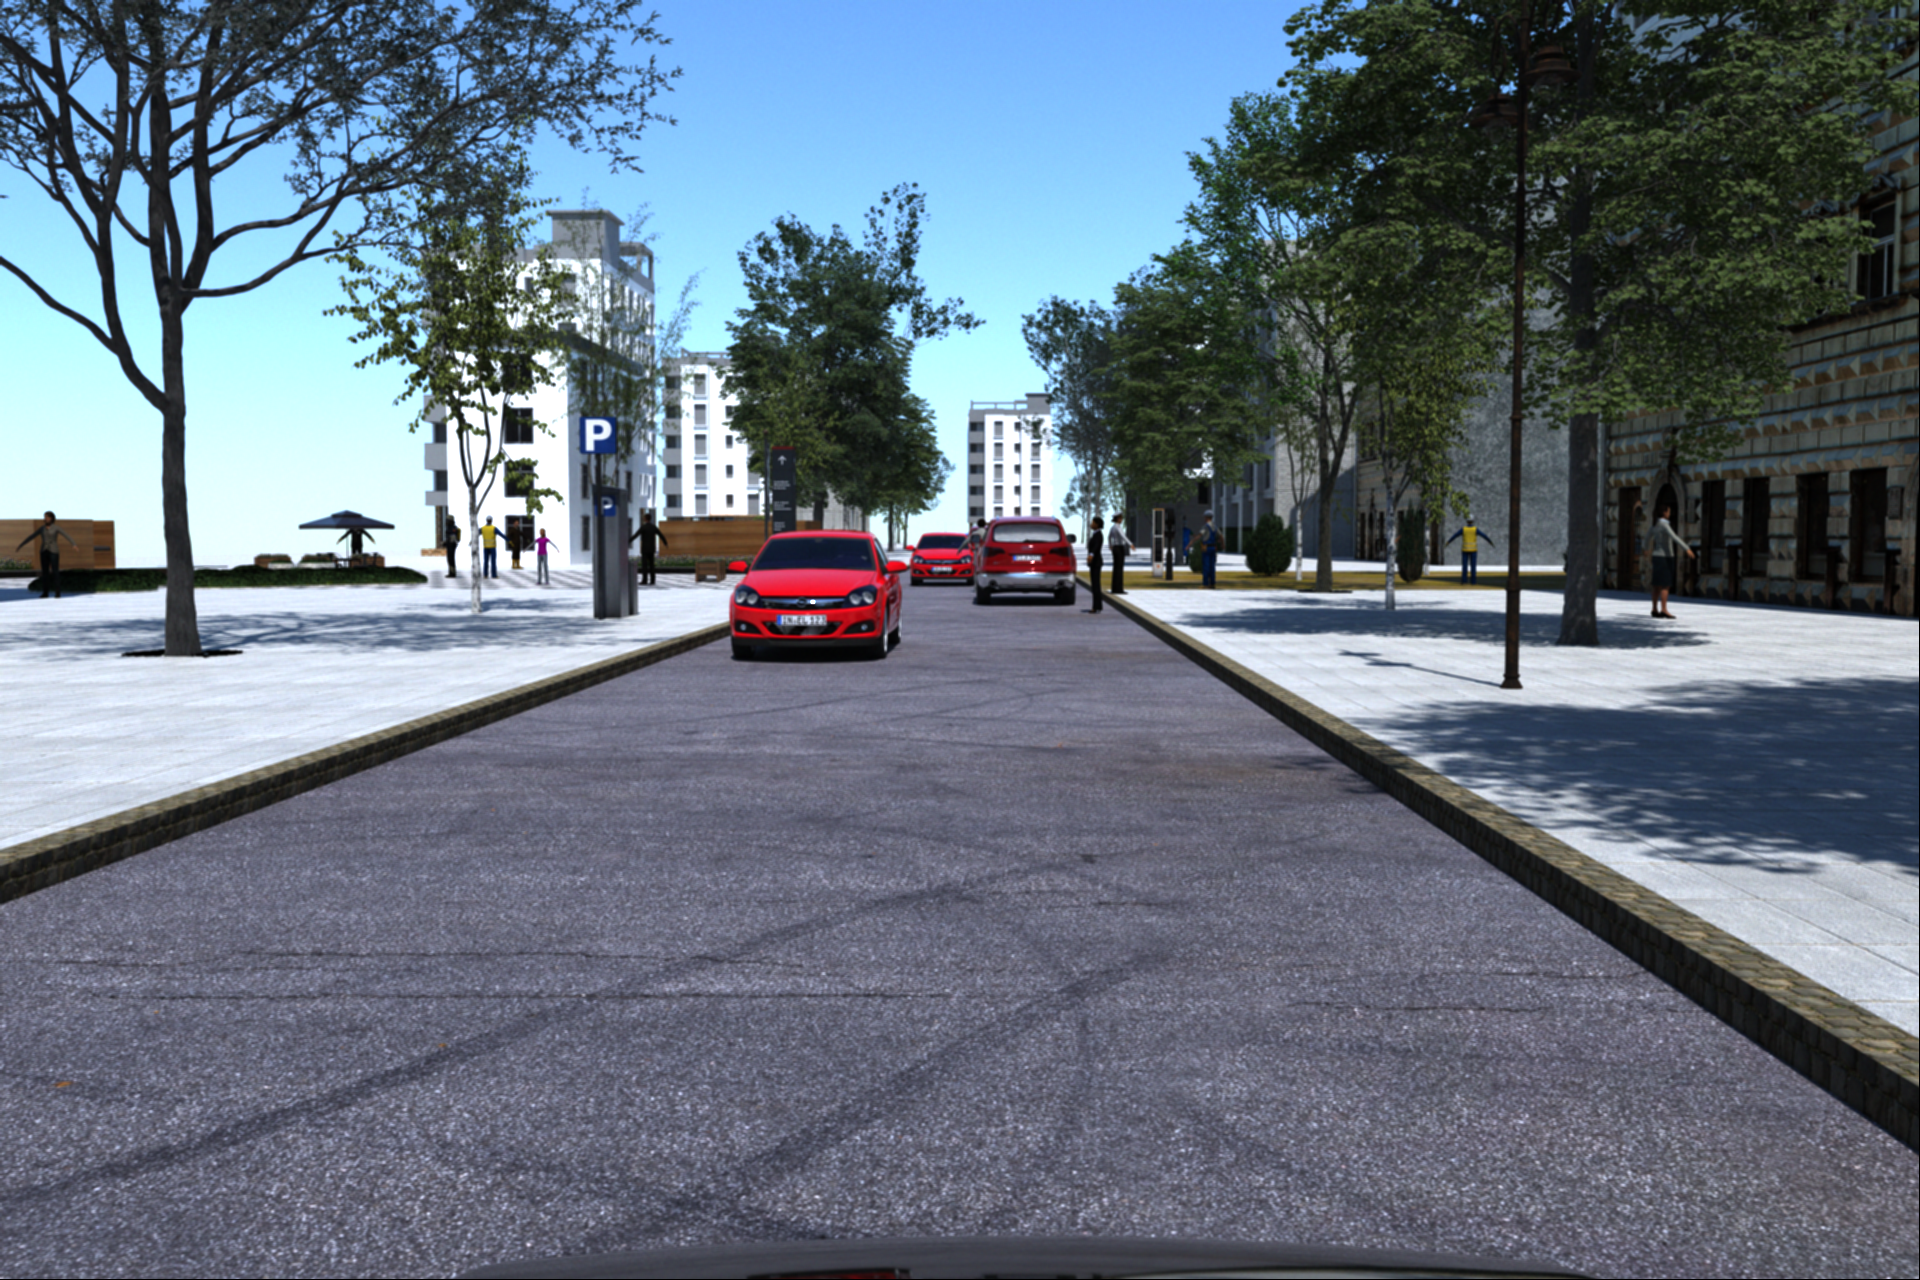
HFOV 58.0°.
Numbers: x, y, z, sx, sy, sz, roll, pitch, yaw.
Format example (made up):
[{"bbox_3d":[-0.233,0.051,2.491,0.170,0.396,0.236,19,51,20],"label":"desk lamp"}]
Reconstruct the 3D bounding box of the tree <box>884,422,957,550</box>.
[{"bbox_3d":[-4.512,-12.610,140.589,8.767,10.594,7.601,0,4,-2],"label":"tree"}]

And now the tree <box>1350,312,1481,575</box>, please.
[{"bbox_3d":[14.304,-6.313,53.586,4.737,8.622,4.395,0,3,0],"label":"tree"}]

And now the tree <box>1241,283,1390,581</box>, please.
[{"bbox_3d":[9.277,-5.953,47.689,4.360,8.622,3.978,0,3,0],"label":"tree"}]

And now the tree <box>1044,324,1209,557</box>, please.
[{"bbox_3d":[9.666,-11.533,98.934,12.009,13.543,11.850,0,3,0],"label":"tree"}]

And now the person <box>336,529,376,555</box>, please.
[{"bbox_3d":[-21.314,-3.379,61.179,1.347,1.837,0.705,0,4,-5],"label":"person"}]

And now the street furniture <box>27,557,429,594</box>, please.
[{"bbox_3d":[-18.047,-1.636,42.372,5.734,0.657,10.072,3,4,37],"label":"street furniture"}]

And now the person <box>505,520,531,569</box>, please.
[{"bbox_3d":[-16.200,-3.497,63.310,0.704,1.812,1.346,2,4,25],"label":"person"}]

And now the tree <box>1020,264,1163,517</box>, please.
[{"bbox_3d":[10.909,-16.249,121.559,12.611,20.169,13.585,0,3,0],"label":"tree"}]

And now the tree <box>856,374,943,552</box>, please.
[{"bbox_3d":[-4.674,-12.507,122.624,7.486,12.596,7.792,0,3,0],"label":"tree"}]

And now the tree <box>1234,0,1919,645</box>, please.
[{"bbox_3d":[7.146,-6.246,20.255,7.486,12.596,7.792,0,3,0],"label":"tree"}]

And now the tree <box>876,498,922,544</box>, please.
[{"bbox_3d":[-8.491,-18.927,235.217,9.928,11.665,9.643,0,3,0],"label":"tree"}]

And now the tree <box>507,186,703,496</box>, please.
[{"bbox_3d":[-8.106,-5.338,37.633,4.360,8.622,3.978,0,3,0],"label":"tree"}]

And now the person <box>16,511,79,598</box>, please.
[{"bbox_3d":[-18.268,-1.709,34.699,1.215,1.744,0.721,0,4,-3],"label":"person"}]

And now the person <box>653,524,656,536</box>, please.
[{"bbox_3d":[-13.779,-4.297,77.065,0.721,1.733,1.217,-2,4,-25],"label":"person"}]

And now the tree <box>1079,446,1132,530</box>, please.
[{"bbox_3d":[10.140,-9.678,108.592,4.360,8.622,3.978,0,3,0],"label":"tree"}]

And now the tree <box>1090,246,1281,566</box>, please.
[{"bbox_3d":[8.874,-9.181,68.233,7.486,12.596,7.792,0,3,0],"label":"tree"}]

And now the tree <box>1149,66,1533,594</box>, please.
[{"bbox_3d":[8.145,-6.842,37.616,9.928,11.665,9.643,0,3,0],"label":"tree"}]

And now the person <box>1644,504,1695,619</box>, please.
[{"bbox_3d":[10.777,-1.197,26.400,0.721,1.735,1.217,-1,4,-11],"label":"person"}]

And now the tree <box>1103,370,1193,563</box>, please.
[{"bbox_3d":[8.480,-7.662,75.633,4.360,8.622,3.978,0,3,0],"label":"tree"}]

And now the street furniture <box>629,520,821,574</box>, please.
[{"bbox_3d":[-8.729,-3.165,58.609,9.812,1.723,11.010,1,4,11],"label":"street furniture"}]

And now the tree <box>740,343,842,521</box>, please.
[{"bbox_3d":[-6.753,-7.180,67.755,4.737,8.622,4.395,0,3,0],"label":"tree"}]

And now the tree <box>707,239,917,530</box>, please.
[{"bbox_3d":[-6.355,-10.405,76.773,9.857,13.997,8.962,0,3,0],"label":"tree"}]

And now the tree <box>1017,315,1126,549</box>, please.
[{"bbox_3d":[11.170,-17.714,145.519,12.611,20.169,13.585,0,3,0],"label":"tree"}]

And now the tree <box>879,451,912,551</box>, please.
[{"bbox_3d":[-5.147,-11.174,133.059,4.737,8.622,4.395,0,3,0],"label":"tree"}]

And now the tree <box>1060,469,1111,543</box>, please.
[{"bbox_3d":[17.084,-18.479,236.547,7.601,10.594,8.767,0,4,6],"label":"tree"}]

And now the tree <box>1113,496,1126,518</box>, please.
[{"bbox_3d":[23.072,-17.547,237.262,4.737,8.622,4.395,0,3,0],"label":"tree"}]

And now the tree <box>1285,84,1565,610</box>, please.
[{"bbox_3d":[7.424,-4.799,28.827,4.737,8.622,4.395,0,3,0],"label":"tree"}]

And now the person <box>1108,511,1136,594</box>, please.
[{"bbox_3d":[3.455,-1.873,37.084,0.721,1.778,1.216,-1,4,-19],"label":"person"}]

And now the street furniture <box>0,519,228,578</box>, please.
[{"bbox_3d":[-30.134,-2.901,54.288,9.812,1.723,11.010,2,4,30],"label":"street furniture"}]

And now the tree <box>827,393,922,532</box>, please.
[{"bbox_3d":[-5.955,-10.801,111.009,8.767,10.594,7.601,2,4,34],"label":"tree"}]

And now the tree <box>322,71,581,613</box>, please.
[{"bbox_3d":[-7.885,-4.731,27.721,4.737,8.622,4.395,0,3,0],"label":"tree"}]

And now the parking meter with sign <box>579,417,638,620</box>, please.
[{"bbox_3d":[-5.351,-1.859,26.649,0.543,3.016,1.738,0,4,2],"label":"parking meter with sign"}]

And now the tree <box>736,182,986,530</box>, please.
[{"bbox_3d":[-4.683,-14.458,92.283,12.611,20.169,13.585,0,3,0],"label":"tree"}]

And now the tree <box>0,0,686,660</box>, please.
[{"bbox_3d":[-8.297,-6.569,17.775,12.009,13.543,11.850,0,3,0],"label":"tree"}]

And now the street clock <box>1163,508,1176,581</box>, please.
[{"bbox_3d":[5.785,-2.646,47.831,0.358,2.002,0.471,0,4,2],"label":"street clock"}]

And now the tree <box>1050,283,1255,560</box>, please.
[{"bbox_3d":[9.477,-10.659,84.646,12.009,13.543,11.850,0,3,0],"label":"tree"}]
